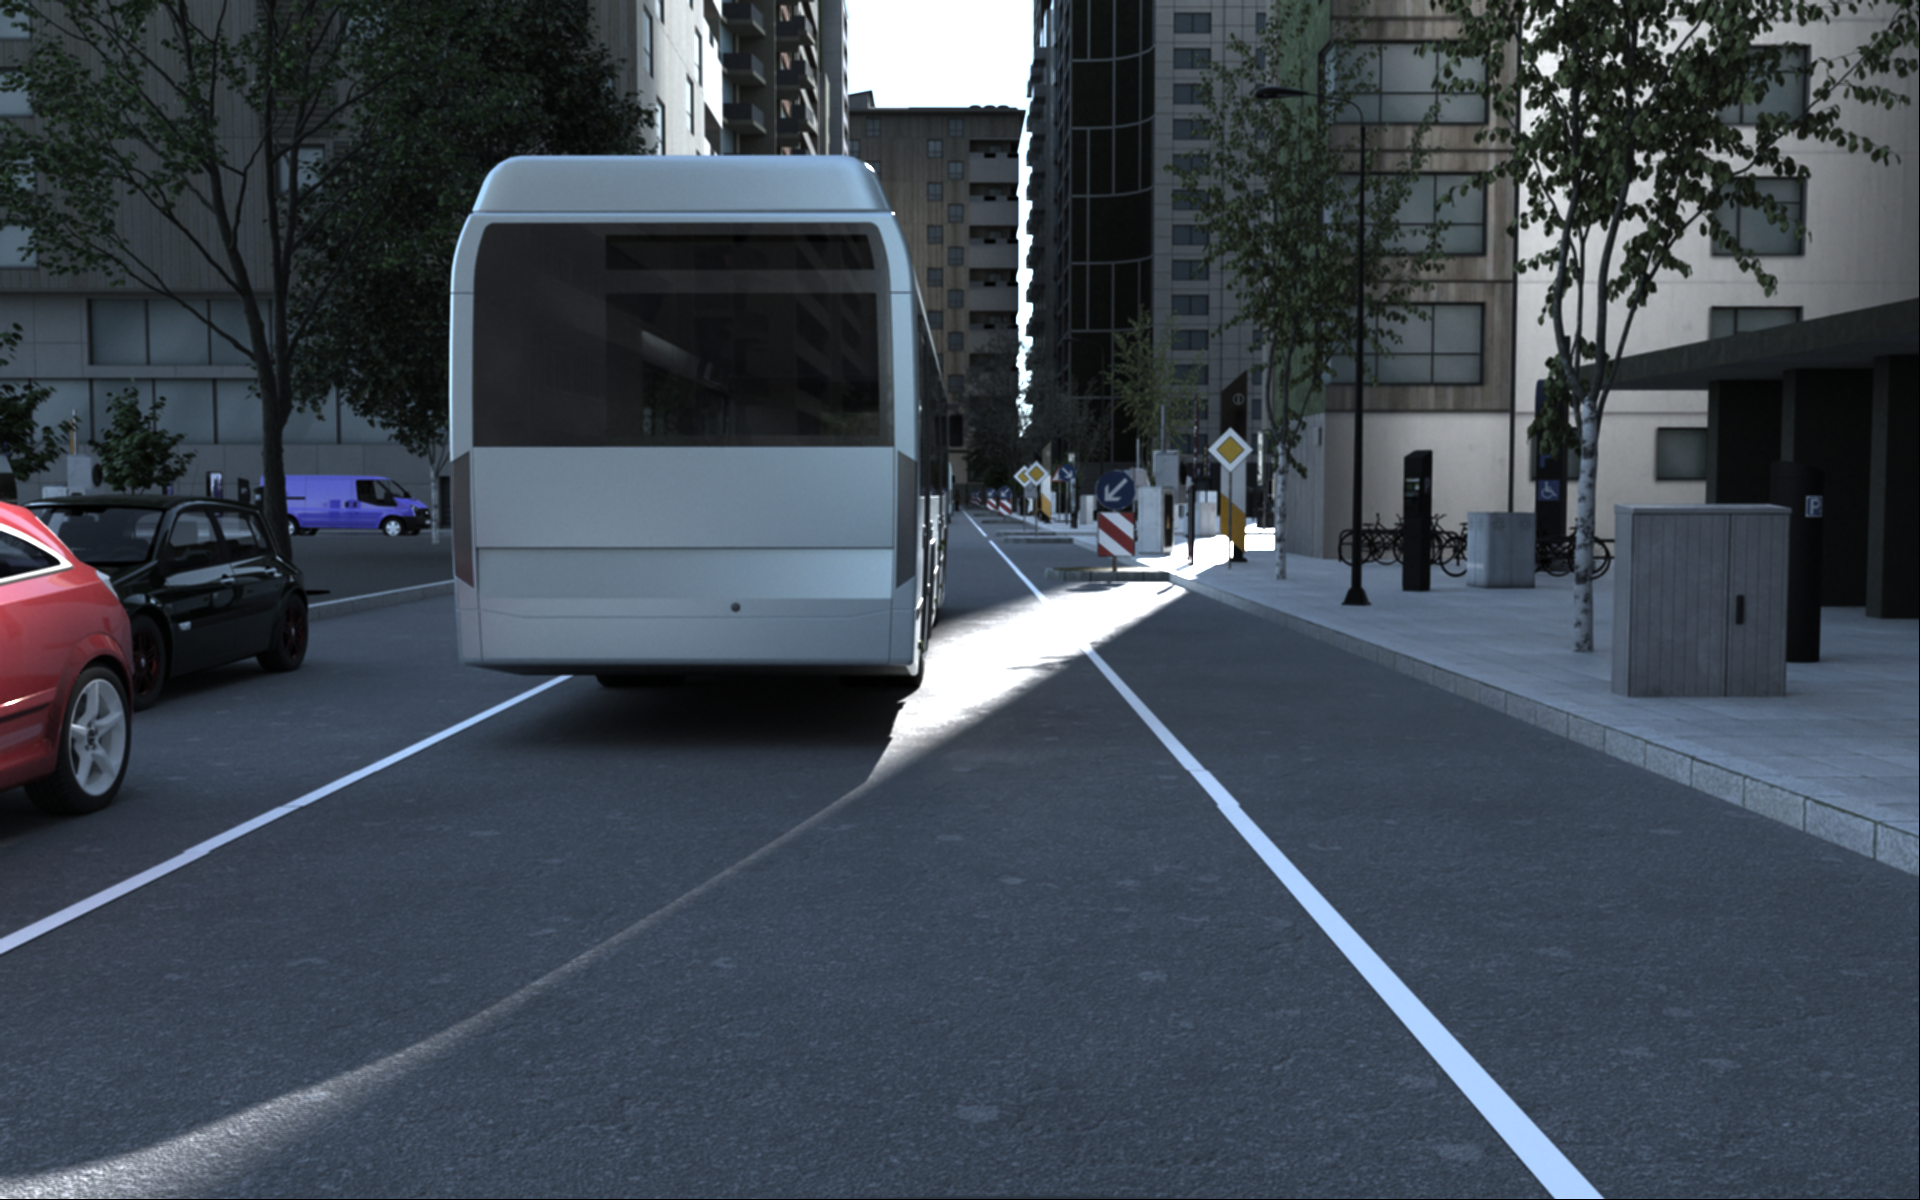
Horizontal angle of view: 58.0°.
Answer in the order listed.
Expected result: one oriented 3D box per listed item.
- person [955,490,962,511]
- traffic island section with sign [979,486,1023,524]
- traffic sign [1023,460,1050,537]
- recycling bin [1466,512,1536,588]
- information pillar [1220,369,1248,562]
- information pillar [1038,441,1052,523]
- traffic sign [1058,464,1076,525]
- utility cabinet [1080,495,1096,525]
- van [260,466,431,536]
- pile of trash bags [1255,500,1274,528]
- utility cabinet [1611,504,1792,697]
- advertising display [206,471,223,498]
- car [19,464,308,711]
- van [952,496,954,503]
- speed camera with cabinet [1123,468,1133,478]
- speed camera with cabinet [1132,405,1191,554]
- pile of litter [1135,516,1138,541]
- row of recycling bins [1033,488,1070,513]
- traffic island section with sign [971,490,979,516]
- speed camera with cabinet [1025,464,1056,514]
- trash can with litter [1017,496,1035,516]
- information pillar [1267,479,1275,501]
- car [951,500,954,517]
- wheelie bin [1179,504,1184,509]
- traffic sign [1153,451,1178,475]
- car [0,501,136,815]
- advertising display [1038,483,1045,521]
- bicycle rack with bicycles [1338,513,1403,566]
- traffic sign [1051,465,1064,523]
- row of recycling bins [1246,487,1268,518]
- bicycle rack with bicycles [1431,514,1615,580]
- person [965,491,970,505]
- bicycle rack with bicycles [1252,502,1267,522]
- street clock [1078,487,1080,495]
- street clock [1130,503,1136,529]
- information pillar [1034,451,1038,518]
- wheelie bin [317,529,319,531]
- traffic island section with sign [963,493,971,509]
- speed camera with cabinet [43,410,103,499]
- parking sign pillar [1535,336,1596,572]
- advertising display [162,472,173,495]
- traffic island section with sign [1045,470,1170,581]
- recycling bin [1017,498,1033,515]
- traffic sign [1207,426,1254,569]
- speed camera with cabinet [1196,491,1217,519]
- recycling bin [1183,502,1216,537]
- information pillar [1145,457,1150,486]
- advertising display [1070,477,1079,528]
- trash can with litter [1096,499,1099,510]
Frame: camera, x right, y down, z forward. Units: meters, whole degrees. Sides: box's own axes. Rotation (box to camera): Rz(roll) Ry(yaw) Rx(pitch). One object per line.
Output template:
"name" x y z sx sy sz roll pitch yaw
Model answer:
"person" -0.199 -8.383 145.651 0.705 1.812 1.348 -1 4 -21
"traffic island section with sign" 2.070 -4.665 84.903 1.989 1.847 2.006 0 4 0
"traffic sign" 2.275 -2.938 51.678 0.795 2.450 0.064 0 4 0
"recycling bin" 7.466 -0.694 23.906 0.722 1.027 0.722 0 4 -5
"information pillar" 5.185 -2.531 32.729 0.504 3.616 0.183 1 4 18
"information pillar" 3.779 -5.173 75.927 0.504 3.616 0.183 -2 4 -31
"traffic sign" 4.505 -4.449 72.851 0.768 2.556 0.104 0 4 1
"utility cabinet" 5.339 -3.790 73.127 0.306 1.237 1.020 1 4 22
"van" -19.907 -3.172 56.253 5.245 2.365 2.240 0 4 -1
"pile of trash bags" 12.689 -3.457 66.280 1.912 1.369 3.447 2 4 32
"utility cabinet" 4.721 0.007 11.042 1.020 1.237 0.306 0 4 -3
"advertising display" -21.291 -2.709 49.501 0.123 1.923 0.974 0 4 -4
"car" -6.232 -0.175 12.640 2.009 1.686 4.222 0 3 0
"van" -1.680 -11.037 187.466 2.013 2.044 4.112 0 4 -2
"speed camera with cabinet" 6.903 -4.168 62.484 2.038 3.252 0.660 -2 4 -25
"speed camera with cabinet" 4.433 -2.659 37.808 0.660 3.252 2.038 1 4 22
"pile of litter" 4.838 -2.062 47.675 1.176 0.858 1.719 2 4 35
"row of recycling bins" 6.352 -6.669 116.145 3.534 1.692 1.069 2 4 35
"traffic island section with sign" 1.893 -6.314 111.857 1.989 1.847 2.006 0 4 0
"speed camera with cabinet" 5.292 -7.308 113.822 2.038 3.252 0.660 0 4 1
"trash can with litter" 3.934 -5.522 101.664 1.055 1.170 0.624 -2 4 -30
"information pillar" 15.493 -4.994 86.145 0.304 2.012 0.304 3 5 41
"car" -1.395 -6.039 110.536 2.131 1.459 4.920 0 4 -2
"wheelie bin" 13.906 -6.219 109.593 0.693 1.594 0.980 2 4 28
"traffic sign" 4.785 -2.337 40.334 0.606 2.300 0.079 0 4 2
"car" -4.739 0.166 6.330 2.155 1.783 4.494 0 4 -1
"advertising display" 3.938 -4.663 81.453 0.123 1.923 0.974 2 4 29
"bicycle rack with bicycles" 8.204 -1.121 31.706 2.925 0.926 2.852 0 4 2
"traffic sign" 4.437 -4.729 77.316 0.884 2.594 0.081 0 4 5
"row of recycling bins" 16.714 -5.337 94.370 1.069 1.692 3.534 -3 5 -41
"bicycle rack with bicycles" 8.842 -0.808 26.592 2.925 0.926 2.852 0 4 2
"person" 0.794 -11.369 194.385 0.705 1.824 1.348 2 4 23
"bicycle rack with bicycles" 13.560 -4.153 81.289 2.852 0.926 2.925 2 4 28
"street clock" 7.477 -6.501 110.855 0.471 2.002 0.358 0 4 -3
"street clock" 6.377 -3.629 63.897 0.358 2.002 0.471 -2 4 -27
"information pillar" 4.290 -6.309 94.503 0.504 3.616 0.183 2 4 34
"wheelie bin" -22.697 -3.204 60.300 0.980 1.594 0.693 -1 4 -8
"traffic island section with sign" 1.553 -9.350 161.493 1.989 1.847 2.006 0 4 0
"speed camera with cabinet" -20.445 -2.790 39.950 0.660 3.252 2.038 0 4 -5
"parking sign pillar" 9.953 -2.485 29.099 1.447 3.967 1.447 1 4 23
"advertising display" -20.036 -2.361 43.822 0.123 1.923 0.974 -1 4 -17
"traffic island section with sign" 2.458 -1.269 29.368 1.989 1.847 2.006 0 4 0
"recycling bin" 4.003 -5.735 106.319 0.722 1.027 0.722 -3 5 -44
"traffic sign" 4.625 -1.743 29.684 0.795 2.450 0.064 1 4 8
"speed camera with cabinet" 12.012 -5.729 88.007 2.038 3.252 0.660 -1 4 -10
"recycling bin" 7.166 -2.396 51.734 0.722 1.027 0.722 -3 4 -38
"information pillar" 11.975 -7.297 110.661 0.183 3.616 0.504 2 4 33
"advertising display" 4.280 -3.656 64.993 0.123 1.923 0.974 -1 4 -9
"trash can with litter" 9.687 -7.075 127.058 1.055 1.170 0.624 -1 4 -13
